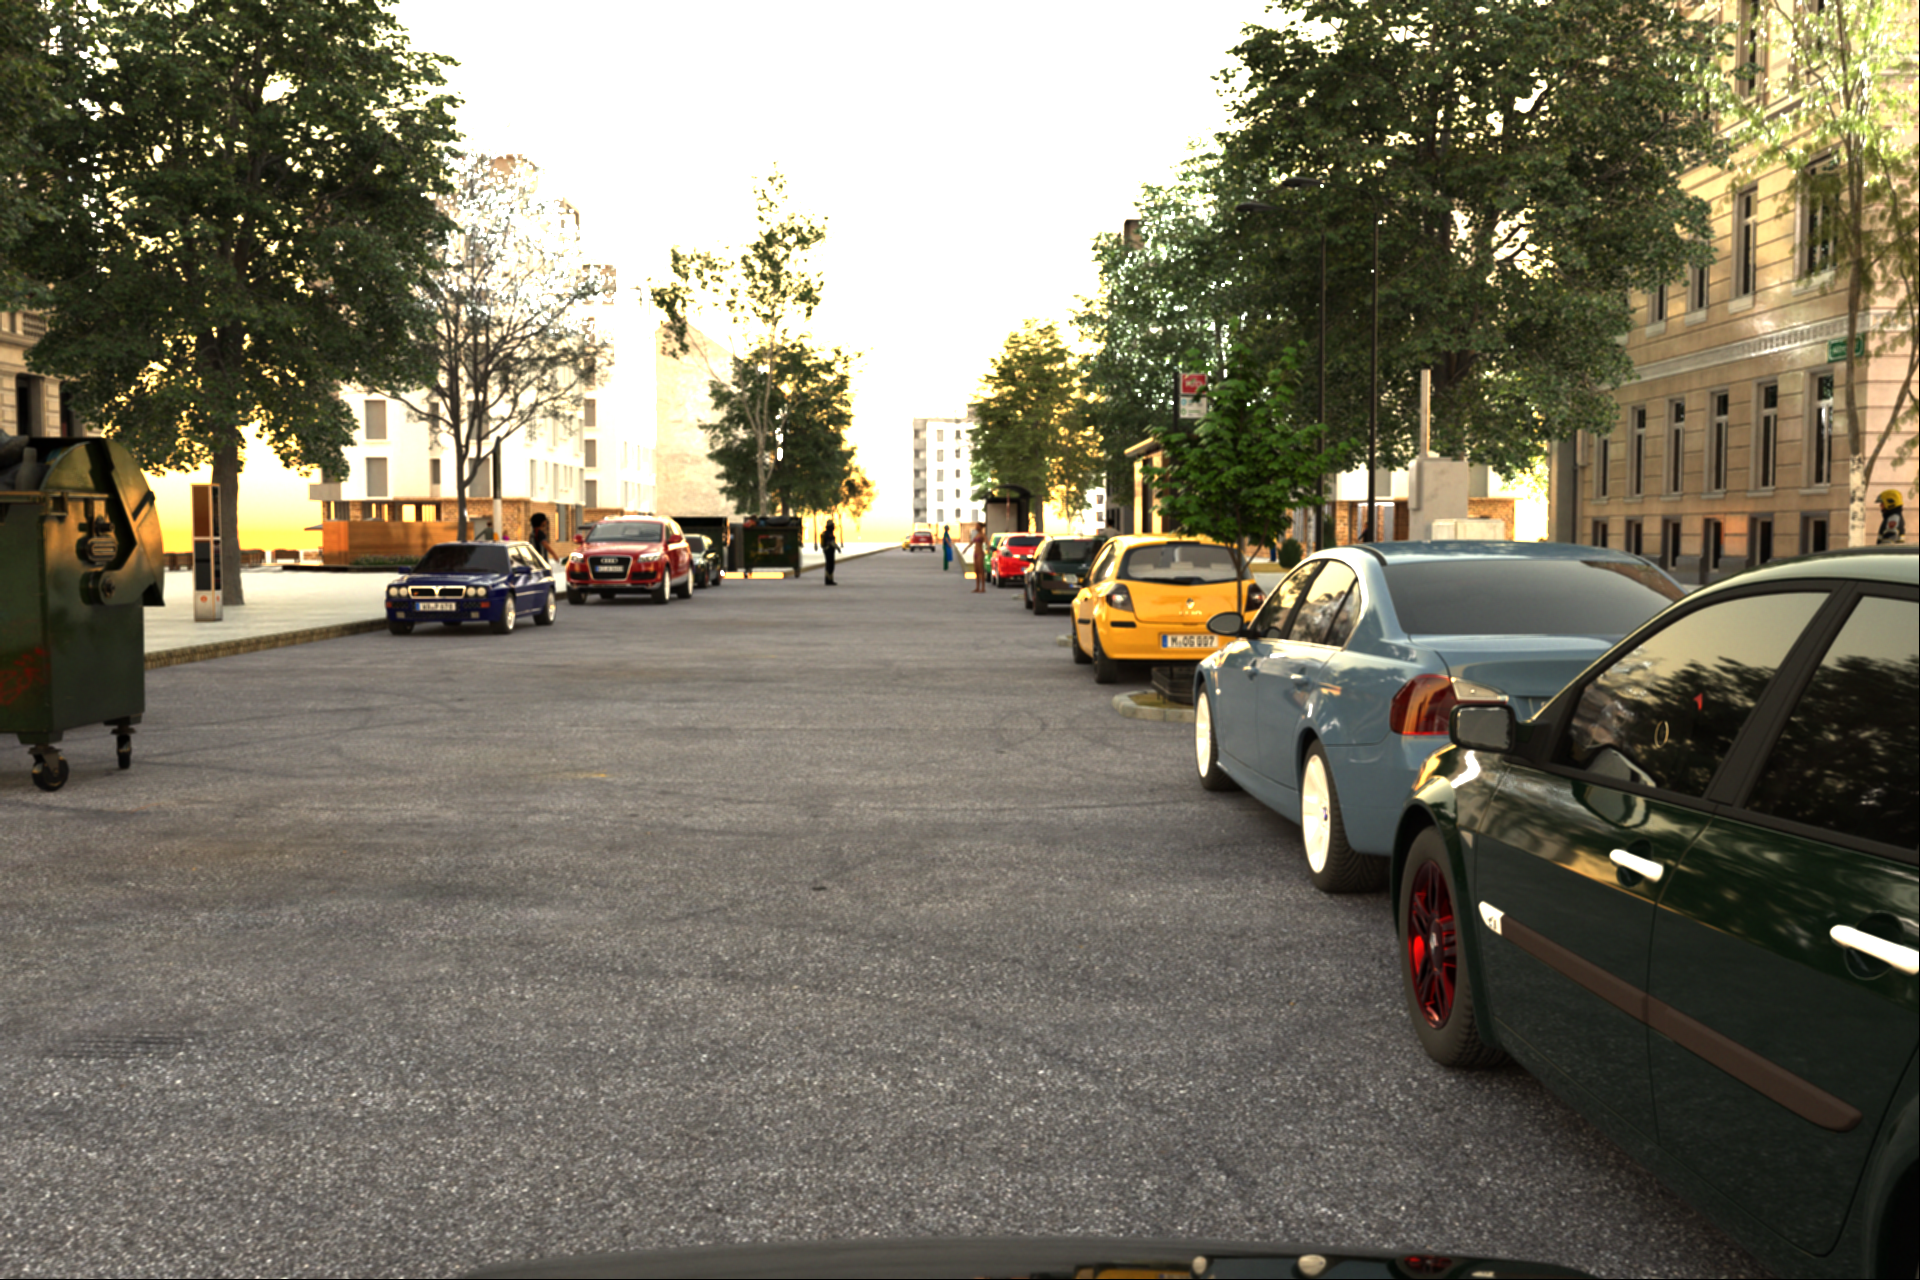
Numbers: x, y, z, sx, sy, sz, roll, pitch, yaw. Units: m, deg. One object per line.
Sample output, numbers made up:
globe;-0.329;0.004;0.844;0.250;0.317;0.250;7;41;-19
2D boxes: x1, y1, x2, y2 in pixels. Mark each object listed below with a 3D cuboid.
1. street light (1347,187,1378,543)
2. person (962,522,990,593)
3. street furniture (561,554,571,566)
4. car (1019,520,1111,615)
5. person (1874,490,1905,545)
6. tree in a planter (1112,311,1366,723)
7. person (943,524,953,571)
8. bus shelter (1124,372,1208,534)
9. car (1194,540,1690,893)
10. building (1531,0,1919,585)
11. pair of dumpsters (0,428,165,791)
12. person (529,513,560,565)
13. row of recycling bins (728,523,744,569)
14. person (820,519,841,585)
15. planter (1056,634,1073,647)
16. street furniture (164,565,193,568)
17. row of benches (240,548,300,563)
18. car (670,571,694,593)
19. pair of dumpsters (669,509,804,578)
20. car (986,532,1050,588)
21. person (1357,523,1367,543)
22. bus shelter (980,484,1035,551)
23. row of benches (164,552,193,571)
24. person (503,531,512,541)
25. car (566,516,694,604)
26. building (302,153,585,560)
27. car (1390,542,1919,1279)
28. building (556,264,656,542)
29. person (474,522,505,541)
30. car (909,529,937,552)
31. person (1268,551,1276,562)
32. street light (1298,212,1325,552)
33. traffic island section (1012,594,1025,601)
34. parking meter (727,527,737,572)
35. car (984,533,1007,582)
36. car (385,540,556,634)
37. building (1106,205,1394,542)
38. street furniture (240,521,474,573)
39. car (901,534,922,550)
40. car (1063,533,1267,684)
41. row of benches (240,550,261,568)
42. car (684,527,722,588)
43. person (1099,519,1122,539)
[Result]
street light;5.957;-3.069;22.712;1.470;5.913;1.316;0;4;0
person;0.413;-2.032;42.488;0.721;1.733;1.217;-2;4;-31
street furniture;-12.843;-3.530;73.340;10.072;0.657;5.734;-3;5;-43
car;2.122;-1.360;32.028;2.009;1.686;4.222;0;4;-1
person;12.061;-1.026;22.538;0.704;1.858;1.351;2;4;33
tree in a planter;2.264;-1.025;13.979;1.991;3.239;1.994;0;4;-1
person;-0.481;-3.561;66.809;0.704;1.817;1.347;0;4;-4
bus shelter;5.098;-3.852;40.615;2.179;5.291;8.768;0;4;0
car;2.255;0.231;8.225;2.014;1.417;4.499;0;4;-1
building;24.706;-15.812;44.431;13.634;28.700;20.117;0;3;0
pair of dumpsters;-7.102;-0.307;9.967;4.436;2.255;1.574;0;4;0
person;-7.736;-1.433;32.028;0.704;1.843;1.345;-2;4;-33
row of recycling bins;-8.454;-3.588;65.770;1.069;1.692;3.534;0;4;0
person;-3.636;-2.476;48.721;0.705;1.856;1.354;-1;4;-20
planter;2.265;-0.088;22.584;1.991;0.319;1.994;0;4;1
street furniture;-34.326;-3.057;65.612;5.734;0.657;10.072;3;5;44
row of benches;-30.987;-3.671;75.483;4.104;0.672;1.422;-2;4;-34
car;-7.634;-2.035;42.867;1.945;1.707;3.694;0;4;-1
pair of dumpsters;-7.357;-3.167;56.736;4.436;2.255;1.574;0;4;0
car;1.819;-2.361;47.649;2.155;1.783;4.494;0;4;-2
person;18.534;-4.456;79.073;0.704;1.802;1.346;-1;4;-16
bus shelter;1.952;-4.803;72.460;2.014;3.302;5.546;0;4;-2
row of benches;-27.609;-2.783;60.967;1.422;0.672;4.104;0;3;0
person;-19.582;-4.015;74.919;0.599;1.433;0.991;2;4;28
car;-6.986;-1.735;37.038;2.281;1.827;5.304;0;4;0
building;-26.679;-14.125;87.367;16.016;20.090;11.380;0;4;0
car;2.141;0.386;3.481;2.009;1.686;4.222;0;4;-1
building;-28.787;-16.273;122.488;16.016;20.090;11.380;0;4;0
person;-19.529;-4.015;71.914;1.348;1.796;0.705;0;4;-5
car;-3.042;-8.093;140.996;2.281;1.827;5.304;0;4;-1
person;14.240;-4.446;79.162;0.721;1.772;1.216;3;5;43
street light;5.631;-3.173;24.422;1.470;5.913;1.316;0;3;0
traffic island section;2.139;-0.927;38.021;1.991;0.108;1.994;0;4;0
parking meter;-7.805;-3.109;59.247;0.372;1.533;0.369;0;3;0
car;1.621;-2.694;52.836;1.959;1.807;4.718;0;4;-1
car;-7.277;-0.818;25.957;1.945;1.354;3.894;0;3;0
building;24.203;-17.129;124.041;27.936;21.610;32.646;0;4;0
street furniture;-18.915;-3.331;61.314;9.812;1.723;11.010;3;5;44
car;-4.195;-8.732;152.987;2.015;1.641;3.980;0;4;0
car;2.113;-0.477;18.016;2.015;1.641;3.980;0;4;-1
row of benches;-27.343;-3.116;66.412;1.422;0.672;4.104;-1;4;-17
car;-7.520;-2.267;46.848;2.009;1.686;4.222;0;3;0
person;4.375;-2.707;51.035;1.217;1.739;0.721;-1;4;-18
